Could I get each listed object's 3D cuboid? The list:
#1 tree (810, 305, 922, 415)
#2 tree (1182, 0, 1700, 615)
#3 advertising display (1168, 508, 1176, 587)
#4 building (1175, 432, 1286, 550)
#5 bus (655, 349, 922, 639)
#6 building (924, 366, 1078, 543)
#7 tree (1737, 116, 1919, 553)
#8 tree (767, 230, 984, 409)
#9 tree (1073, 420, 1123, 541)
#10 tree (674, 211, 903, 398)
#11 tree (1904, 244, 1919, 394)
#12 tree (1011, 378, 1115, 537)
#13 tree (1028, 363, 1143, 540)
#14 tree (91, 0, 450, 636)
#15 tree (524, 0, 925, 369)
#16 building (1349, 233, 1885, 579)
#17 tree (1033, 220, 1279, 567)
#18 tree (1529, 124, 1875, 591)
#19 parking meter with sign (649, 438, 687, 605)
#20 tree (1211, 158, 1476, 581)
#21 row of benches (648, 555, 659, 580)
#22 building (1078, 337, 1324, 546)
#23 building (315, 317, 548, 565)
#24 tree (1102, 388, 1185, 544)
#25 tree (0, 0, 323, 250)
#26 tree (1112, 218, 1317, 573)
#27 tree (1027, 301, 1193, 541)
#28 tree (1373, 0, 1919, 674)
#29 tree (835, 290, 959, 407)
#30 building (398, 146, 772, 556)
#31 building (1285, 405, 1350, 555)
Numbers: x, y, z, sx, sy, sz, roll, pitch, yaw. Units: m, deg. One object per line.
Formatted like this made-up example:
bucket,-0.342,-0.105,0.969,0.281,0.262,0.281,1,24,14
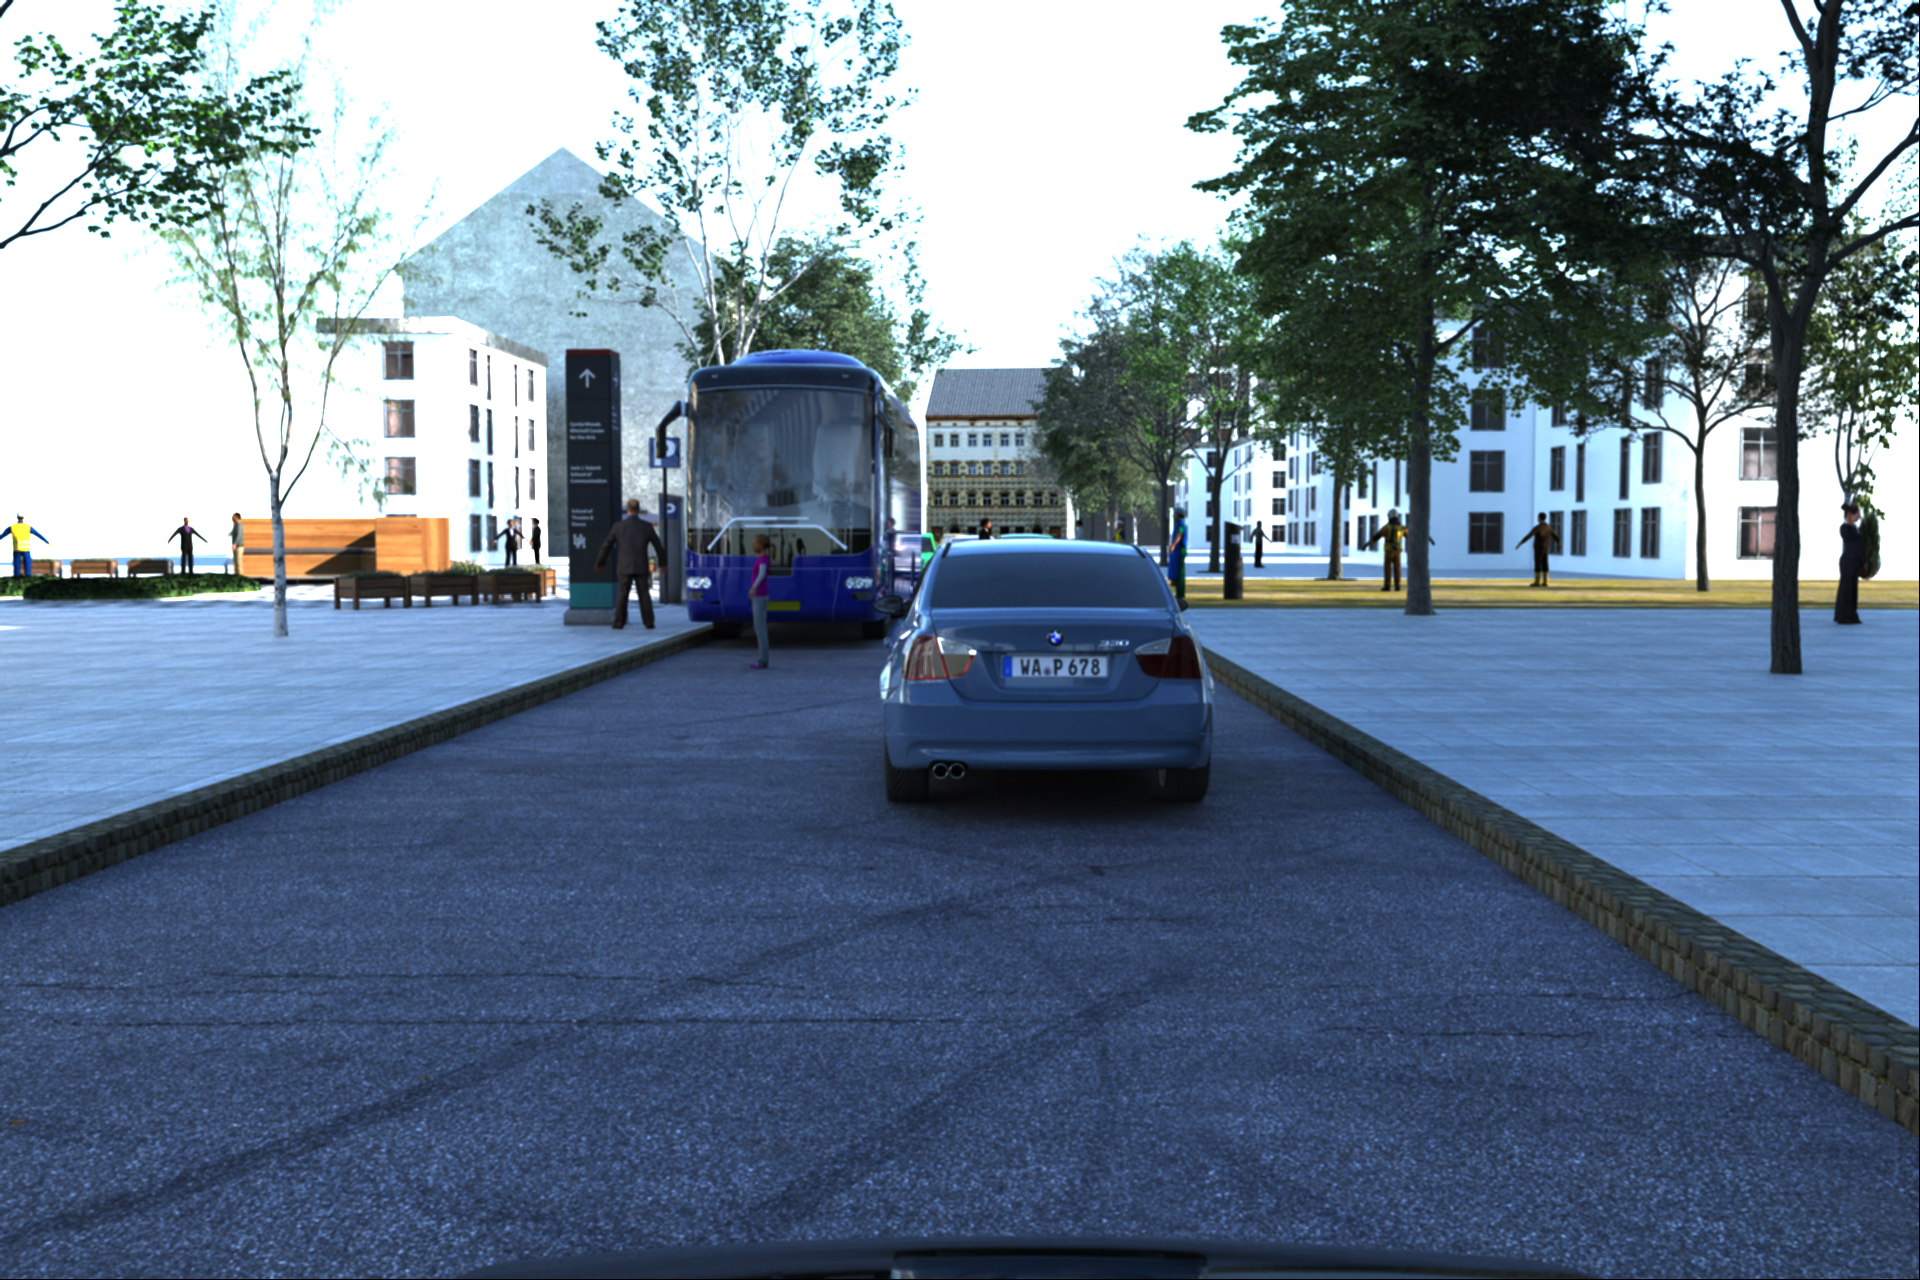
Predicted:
tree,-6.621,-11.471,94.208,9.857,13.997,8.962,0,3,0
tree,7.343,-6.644,26.756,7.486,12.596,7.792,0,3,0
advertising display,5.262,-2.296,42.749,0.123,1.923,0.974,0,4,1
building,25.286,-13.126,156.755,9.099,9.664,28.070,0,4,1
bus,-2.106,-2.162,26.889,2.896,3.916,12.251,0,4,1
building,5.798,-24.072,226.965,18.063,23.208,19.493,0,4,8
tree,16.352,-4.947,31.241,4.737,8.622,4.395,0,3,0
tree,-5.309,-15.407,107.796,12.611,20.169,13.585,0,3,0
tree,9.078,-9.639,107.955,4.737,8.622,4.395,0,3,0
tree,-6.823,-9.989,69.976,9.857,13.997,8.962,0,3,0
tree,23.743,-5.459,39.622,4.737,8.622,4.395,0,3,0
tree,8.941,-13.690,134.200,12.009,13.543,11.850,0,3,0
tree,9.265,-12.833,120.190,12.009,13.543,11.850,0,3,0
tree,-8.663,-4.370,21.818,4.360,8.622,3.978,0,3,0
tree,-7.080,-12.144,54.436,12.611,20.169,13.585,0,3,0
building,21.438,-7.366,62.584,9.099,9.664,28.070,0,4,1
tree,7.964,-9.630,67.817,12.009,13.543,11.850,0,3,0
tree,16.362,-6.375,38.652,7.601,10.594,8.767,1,4,18
parking meter with sign,-5.314,-2.198,32.205,0.543,3.016,1.738,0,4,2
tree,10.564,-7.454,47.626,9.928,11.665,9.643,0,3,0
row of benches,-8.275,-2.037,48.764,1.422,0.672,4.104,-1,4,-21
building,27.231,-21.521,195.845,27.936,21.610,32.646,0,4,1
building,-23.802,-8.509,81.275,9.099,9.664,28.070,0,4,1
tree,8.772,-8.401,87.715,4.360,8.622,3.978,0,3,0
tree,-8.583,-5.358,13.362,9.928,11.665,9.643,0,3,0
tree,8.527,-8.023,56.929,9.928,11.665,9.643,0,3,0
tree,8.581,-11.608,96.449,9.857,13.997,8.962,0,3,0
tree,7.278,-4.966,15.602,7.601,10.594,8.767,-1,4,-12
tree,-7.305,-16.841,131.235,12.611,20.169,13.585,0,3,0
building,-22.436,-16.924,107.635,19.493,23.208,18.063,0,4,0
building,26.748,-10.070,106.794,9.099,9.664,28.070,0,4,1
